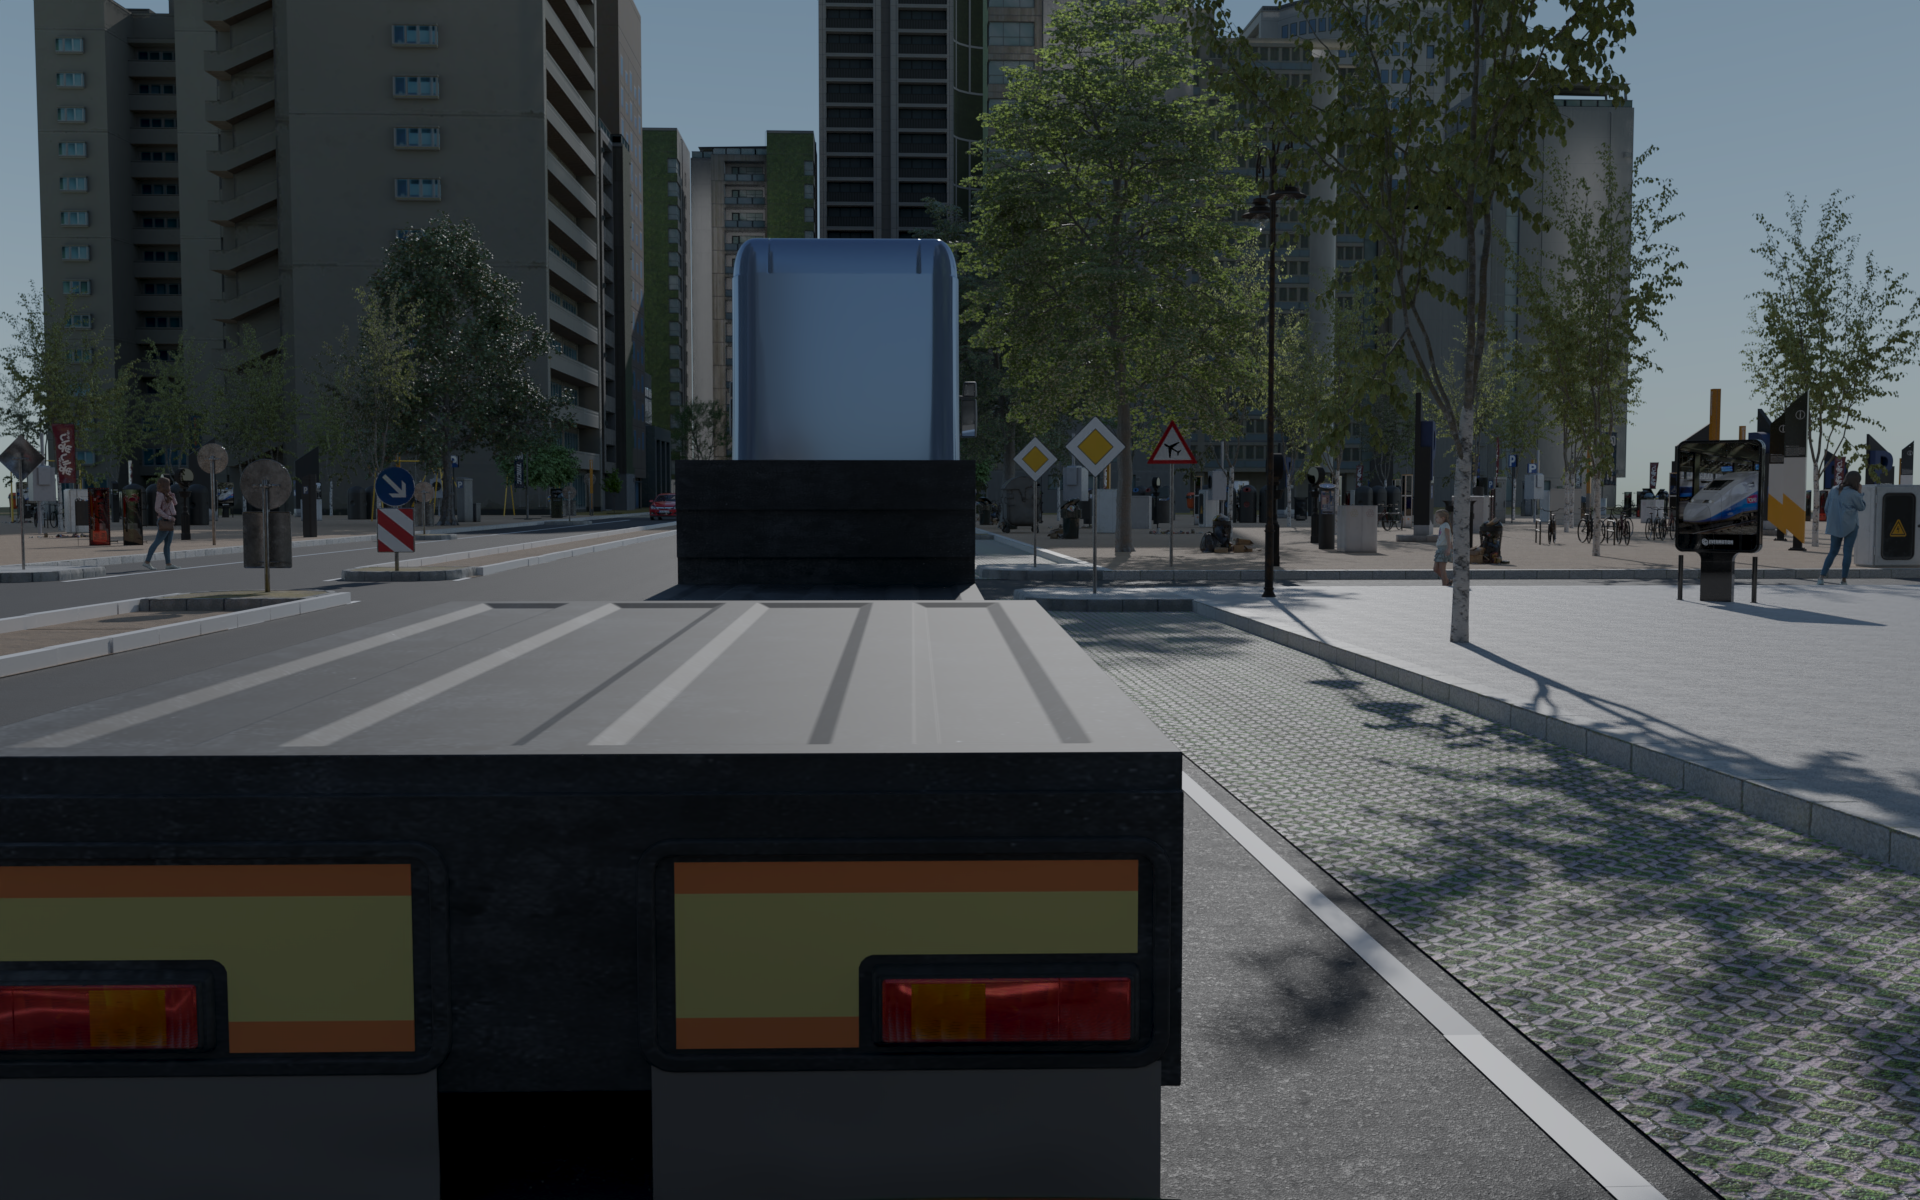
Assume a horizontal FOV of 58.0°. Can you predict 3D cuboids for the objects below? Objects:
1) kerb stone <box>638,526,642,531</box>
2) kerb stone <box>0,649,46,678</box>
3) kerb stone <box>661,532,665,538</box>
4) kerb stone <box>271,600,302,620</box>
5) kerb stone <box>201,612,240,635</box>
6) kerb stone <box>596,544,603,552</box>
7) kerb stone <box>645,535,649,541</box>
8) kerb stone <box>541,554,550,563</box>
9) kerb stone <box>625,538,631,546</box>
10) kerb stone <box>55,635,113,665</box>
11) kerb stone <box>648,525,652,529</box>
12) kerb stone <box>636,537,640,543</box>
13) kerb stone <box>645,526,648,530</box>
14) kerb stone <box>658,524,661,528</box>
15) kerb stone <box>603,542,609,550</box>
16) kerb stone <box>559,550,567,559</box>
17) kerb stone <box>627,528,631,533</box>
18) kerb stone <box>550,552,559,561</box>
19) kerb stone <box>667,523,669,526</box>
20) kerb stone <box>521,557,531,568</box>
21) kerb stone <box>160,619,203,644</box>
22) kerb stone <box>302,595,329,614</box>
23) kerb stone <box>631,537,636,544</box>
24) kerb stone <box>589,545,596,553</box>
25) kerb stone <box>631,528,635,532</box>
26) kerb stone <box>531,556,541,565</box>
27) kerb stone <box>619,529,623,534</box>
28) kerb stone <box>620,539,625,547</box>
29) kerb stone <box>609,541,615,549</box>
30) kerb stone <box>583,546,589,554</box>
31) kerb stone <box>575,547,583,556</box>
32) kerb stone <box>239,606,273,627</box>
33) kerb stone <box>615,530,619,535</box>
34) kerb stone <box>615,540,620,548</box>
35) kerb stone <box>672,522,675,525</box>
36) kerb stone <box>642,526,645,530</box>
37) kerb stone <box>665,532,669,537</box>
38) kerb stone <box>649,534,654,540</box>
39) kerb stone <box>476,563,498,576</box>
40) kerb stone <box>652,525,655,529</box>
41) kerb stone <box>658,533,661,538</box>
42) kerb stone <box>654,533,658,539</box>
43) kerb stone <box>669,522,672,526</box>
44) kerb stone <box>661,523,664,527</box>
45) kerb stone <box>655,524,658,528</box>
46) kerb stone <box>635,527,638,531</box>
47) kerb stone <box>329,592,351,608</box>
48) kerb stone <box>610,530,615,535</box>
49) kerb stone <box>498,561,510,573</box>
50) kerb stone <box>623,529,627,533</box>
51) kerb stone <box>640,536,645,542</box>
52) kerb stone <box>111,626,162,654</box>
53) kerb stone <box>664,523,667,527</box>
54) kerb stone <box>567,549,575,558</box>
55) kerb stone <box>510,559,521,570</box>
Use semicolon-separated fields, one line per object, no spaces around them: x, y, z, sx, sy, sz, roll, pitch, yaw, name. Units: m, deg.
-12.454;-2.711;66.593;0.120;0.150;1.000;0;4;-3;kerb stone
-7.554;0.508;13.936;0.120;0.150;1.000;0;4;-3;kerb stone
-9.818;-2.097;56.477;0.120;0.150;1.000;0;4;-3;kerb stone
-7.881;0.130;20.078;0.120;0.150;1.000;0;4;-3;kerb stone
-7.771;0.255;18.037;0.120;0.150;1.000;0;4;-3;kerb stone
-9.098;-1.282;43.161;0.120;0.150;1.000;0;4;-3;kerb stone
-9.596;-1.844;52.384;0.120;0.150;1.000;0;4;-3;kerb stone
-8.718;-0.835;35.990;0.120;0.150;1.000;0;4;-3;kerb stone
-9.376;-1.595;48.278;0.120;0.150;1.000;0;4;-3;kerb stone
-7.618;0.443;14.956;0.120;0.150;1.000;0;4;-3;kerb stone
-12.614;-2.903;69.655;0.120;0.150;1.000;0;4;-3;kerb stone
-9.493;-1.717;50.332;0.120;0.150;1.000;0;4;-3;kerb stone
-12.572;-2.839;68.634;0.120;0.150;1.000;0;4;-3;kerb stone
-12.783;-3.085;72.727;0.120;0.150;1.000;0;4;-3;kerb stone
-9.158;-1.343;44.182;0.120;0.150;1.000;0;4;-3;kerb stone
-8.843;-0.969;38.039;0.120;0.150;1.000;0;4;-3;kerb stone
-12.290;-2.527;63.516;0.120;0.150;1.000;0;4;-3;kerb stone
-8.774;-0.906;37.010;0.120;0.150;1.000;0;4;-3;kerb stone
-12.945;-3.279;75.800;0.120;0.150;1.000;0;4;-3;kerb stone
-8.622;-0.719;33.944;0.120;0.150;1.000;0;4;-3;kerb stone
-7.717;0.317;17.012;0.120;0.150;1.000;0;4;-3;kerb stone
-7.934;0.067;21.104;0.120;0.150;1.000;0;4;-3;kerb stone
-9.437;-1.658;49.311;0.120;0.150;1.000;0;4;-3;kerb stone
-9.054;-1.215;42.137;0.120;0.150;1.000;0;4;-3;kerb stone
-12.342;-2.585;64.537;0.120;0.150;1.000;0;4;-3;kerb stone
-8.667;-0.781;34.965;0.120;0.150;1.000;0;4;-3;kerb stone
-12.186;-2.400;61.471;0.120;0.150;1.000;0;4;-3;kerb stone
-9.332;-1.532;47.246;0.120;0.150;1.000;0;4;-3;kerb stone
-9.218;-1.407;45.202;0.120;0.150;1.000;0;4;-3;kerb stone
-8.999;-1.157;41.116;0.120;0.150;1.000;0;4;-3;kerb stone
-8.941;-1.095;40.094;0.120;0.150;1.000;0;4;-3;kerb stone
-7.825;0.192;19.057;0.120;0.150;1.000;0;4;-3;kerb stone
-12.130;-2.340;60.448;0.120;0.150;1.000;0;4;-3;kerb stone
-9.272;-1.470;46.226;0.120;0.150;1.000;0;4;-3;kerb stone
-13.054;-3.404;77.846;0.120;0.150;1.000;0;4;-3;kerb stone
-12.513;-2.778;67.613;0.120;0.150;1.000;0;4;-3;kerb stone
-9.868;-2.157;57.512;0.120;0.150;1.000;0;4;-3;kerb stone
-9.652;-1.907;53.405;0.120;0.150;1.000;0;4;-3;kerb stone
-8.447;-0.531;30.870;0.120;0.150;1.000;0;4;-3;kerb stone
-12.676;-2.963;70.677;0.120;0.150;1.000;0;4;-3;kerb stone
-9.763;-2.034;55.446;0.120;0.150;1.000;0;4;-3;kerb stone
-9.702;-1.971;54.425;0.120;0.150;1.000;0;4;-3;kerb stone
-13.006;-3.334;76.825;0.120;0.150;1.000;0;4;-3;kerb stone
-12.841;-3.153;73.751;0.120;0.150;1.000;0;4;-3;kerb stone
-12.734;-3.021;71.698;0.120;0.150;1.000;0;4;-3;kerb stone
-12.400;-2.653;65.566;0.120;0.150;1.000;0;4;-3;kerb stone
-7.994;0.006;22.124;0.120;0.150;1.000;0;4;-3;kerb stone
-12.074;-2.277;59.427;0.120;0.150;1.000;0;4;-3;kerb stone
-8.504;-0.590;31.891;0.120;0.150;1.000;0;4;-3;kerb stone
-12.240;-2.465;62.495;0.120;0.150;1.000;0;4;-3;kerb stone
-9.540;-1.784;51.358;0.120;0.150;1.000;0;4;-3;kerb stone
-7.659;0.380;15.985;0.120;0.150;1.000;0;4;-3;kerb stone
-12.892;-3.216;74.772;0.120;0.150;1.000;0;4;-3;kerb stone
-8.896;-1.027;39.063;0.120;0.150;1.000;0;4;-3;kerb stone
-8.564;-0.656;32.923;0.120;0.150;1.000;0;4;-3;kerb stone
